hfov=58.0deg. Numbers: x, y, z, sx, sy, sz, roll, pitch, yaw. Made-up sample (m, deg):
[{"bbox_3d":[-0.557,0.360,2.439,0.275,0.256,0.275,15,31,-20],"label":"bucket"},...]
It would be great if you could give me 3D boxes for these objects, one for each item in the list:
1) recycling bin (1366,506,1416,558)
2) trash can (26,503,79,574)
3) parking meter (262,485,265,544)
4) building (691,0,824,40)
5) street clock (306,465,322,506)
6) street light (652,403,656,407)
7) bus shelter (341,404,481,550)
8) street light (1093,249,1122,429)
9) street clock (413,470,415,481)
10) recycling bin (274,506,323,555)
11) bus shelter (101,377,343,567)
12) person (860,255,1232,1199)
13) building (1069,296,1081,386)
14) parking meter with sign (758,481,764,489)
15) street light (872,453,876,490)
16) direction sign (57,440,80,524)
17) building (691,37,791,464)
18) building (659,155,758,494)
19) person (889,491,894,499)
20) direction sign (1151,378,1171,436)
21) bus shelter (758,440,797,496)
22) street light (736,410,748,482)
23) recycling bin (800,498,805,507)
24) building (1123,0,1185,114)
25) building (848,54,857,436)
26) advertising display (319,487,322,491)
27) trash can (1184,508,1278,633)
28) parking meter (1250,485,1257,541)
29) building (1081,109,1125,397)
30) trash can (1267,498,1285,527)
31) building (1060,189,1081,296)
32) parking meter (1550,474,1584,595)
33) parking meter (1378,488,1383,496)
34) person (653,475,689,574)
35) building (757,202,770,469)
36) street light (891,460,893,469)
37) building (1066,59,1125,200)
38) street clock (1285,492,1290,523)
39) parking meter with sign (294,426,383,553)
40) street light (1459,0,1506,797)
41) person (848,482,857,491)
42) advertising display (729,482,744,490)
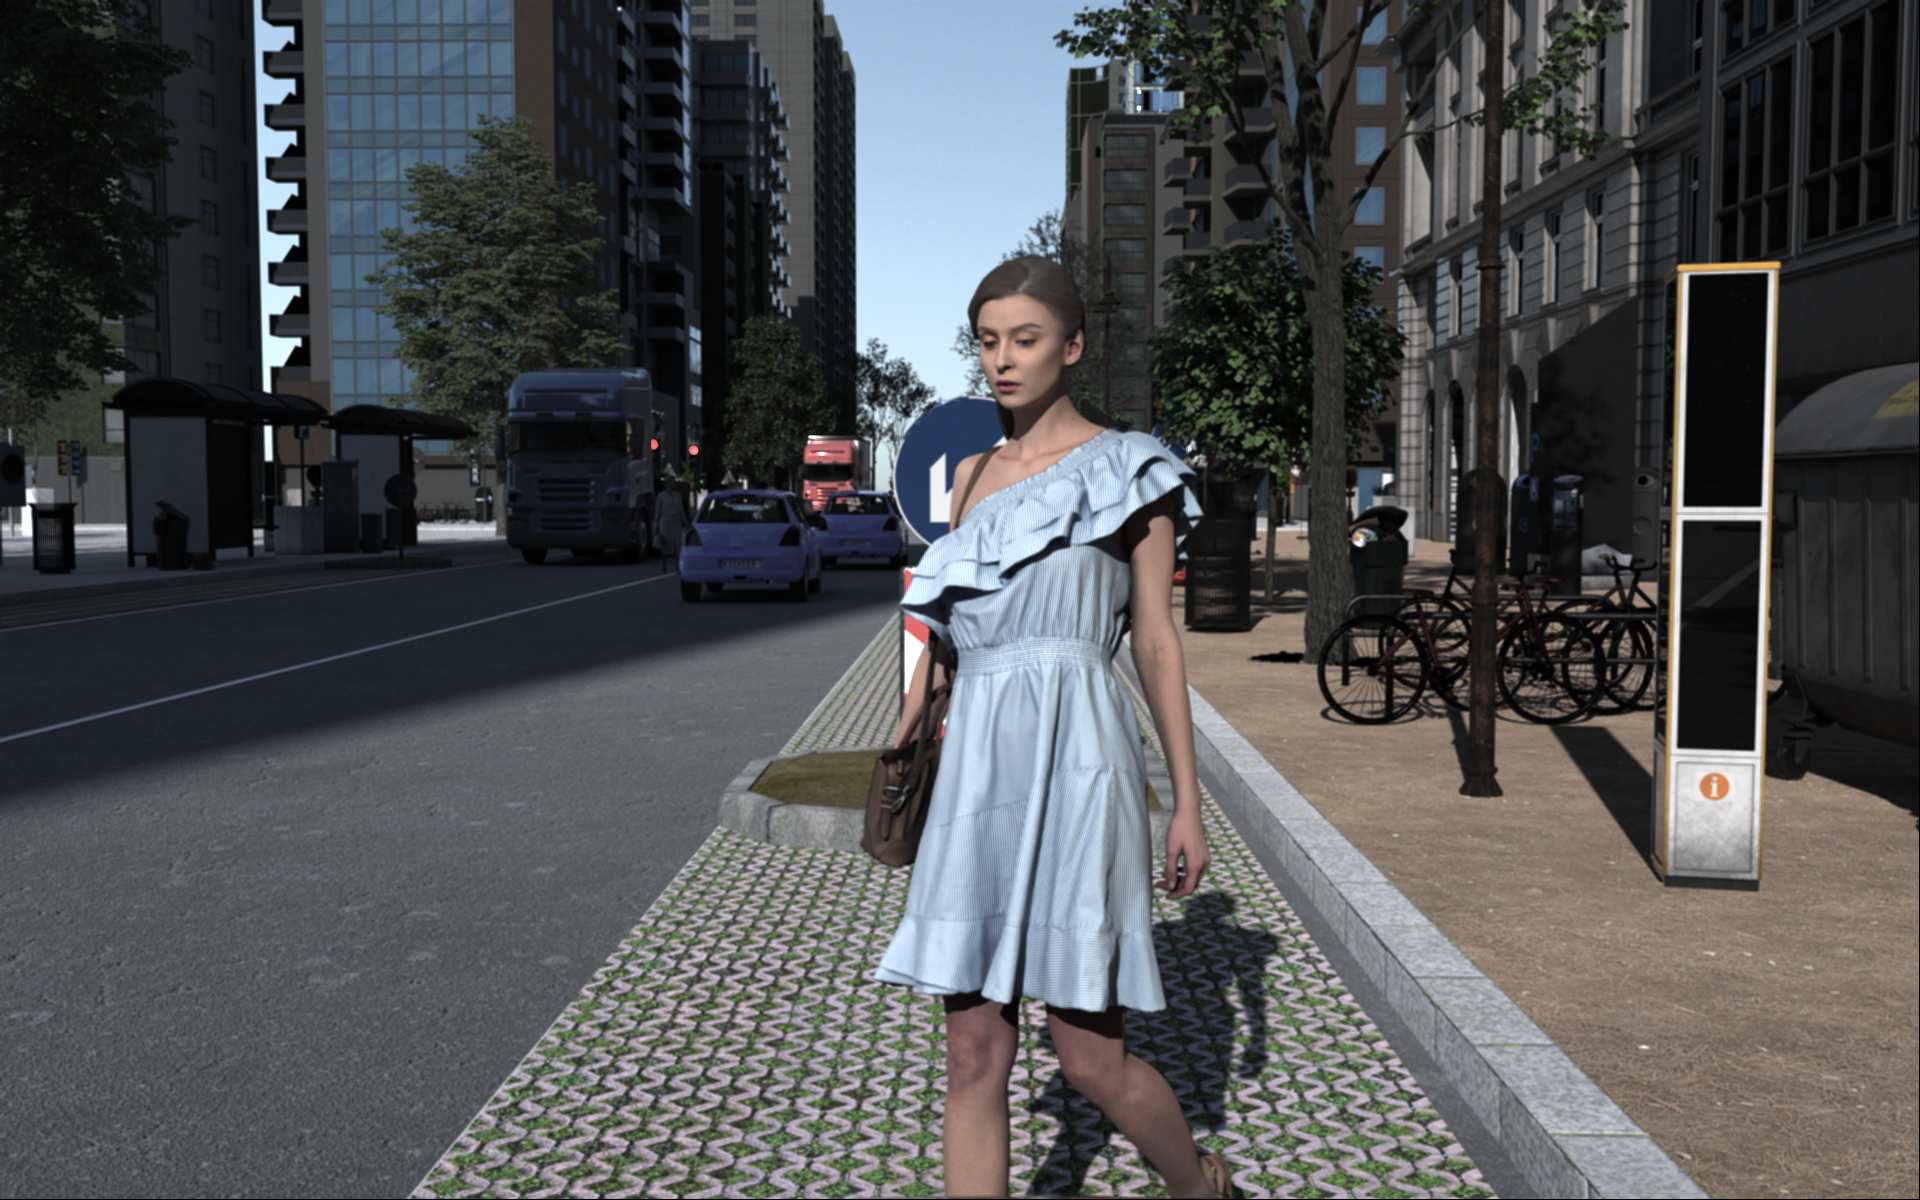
[{"bbox_3d":[8.736,-1.382,35.150,0.722,1.027,0.722,-2,4,-29],"label":"recycling bin"},{"bbox_3d":[-14.643,-0.999,27.983,0.748,1.137,0.748,0,3,0],"label":"trash can"},{"bbox_3d":[-17.667,-2.201,44.403,0.372,1.533,0.369,0,3,0],"label":"parking meter"},{"bbox_3d":[-27.453,-49.295,244.227,20.563,71.187,20.611,0,4,1],"label":"building"},{"bbox_3d":[-15.996,-2.357,43.109,0.471,2.002,0.358,-1,4,-14],"label":"street clock"},{"bbox_3d":[-12.364,-5.846,68.368,0.468,5.910,1.993,0,4,1],"label":"street light"},{"bbox_3d":[-13.377,-2.931,41.851,2.014,3.302,5.546,0,4,1],"label":"bus shelter"},{"bbox_3d":[2.789,-3.678,32.925,0.468,5.910,1.993,0,4,1],"label":"street light"},{"bbox_3d":[-14.422,-2.478,45.080,0.471,2.002,0.358,-1,4,-11],"label":"street clock"},{"bbox_3d":[-14.025,-1.479,36.735,0.722,1.027,0.722,1,4,15],"label":"recycling bin"},{"bbox_3d":[-13.783,-2.374,32.735,2.014,3.302,5.546,0,4,1],"label":"bus shelter"},{"bbox_3d":[0.130,0.349,2.889,0.778,1.811,0.616,-3,5,-44],"label":"person"},{"bbox_3d":[22.648,-29.364,251.803,14.160,30.474,14.107,0,4,1],"label":"building"},{"bbox_3d":[-15.330,-8.425,134.002,0.543,3.016,1.738,-1,4,-14],"label":"parking meter with sign"},{"bbox_3d":[-9.651,-13.648,195.938,0.468,5.910,1.993,0,4,1],"label":"street light"},{"bbox_3d":[-37.644,-4.968,73.223,0.379,3.537,0.876,3,5,43],"label":"direction sign"},{"bbox_3d":[-30.286,-34.685,186.707,23.786,49.044,30.456,0,4,1],"label":"building"},{"bbox_3d":[-25.942,-23.165,150.451,14.160,30.474,14.107,0,4,1],"label":"building"},{"bbox_3d":[-7.169,-10.491,180.709,0.721,1.739,1.217,-2,4,-25],"label":"person"},{"bbox_3d":[3.669,-2.384,30.972,0.379,3.537,0.876,3,5,40],"label":"direction sign"},{"bbox_3d":[-12.592,-8.728,120.333,2.179,5.291,8.768,0,4,1],"label":"bus shelter"},{"bbox_3d":[-11.818,-7.418,94.064,0.468,5.910,1.993,0,4,1],"label":"street light"},{"bbox_3d":[-11.229,-6.981,126.686,0.722,1.027,0.722,2,4,35],"label":"recycling bin"},{"bbox_3d":[25.591,-52.953,178.448,22.319,86.520,31.000,0,4,1],"label":"building"},{"bbox_3d":[-26.200,-50.552,264.777,20.563,71.187,20.611,0,4,1],"label":"building"},{"bbox_3d":[-21.477,-3.299,59.151,0.123,1.923,0.974,2,4,34],"label":"advertising display"},{"bbox_3d":[2.401,-0.274,16.138,0.748,1.137,0.748,0,3,0],"label":"trash can"},{"bbox_3d":[7.974,-2.401,47.671,0.372,1.533,0.369,0,3,0],"label":"parking meter"},{"bbox_3d":[21.393,-33.785,202.497,14.600,45.320,14.200,0,4,1],"label":"building"},{"bbox_3d":[12.275,-3.407,67.357,0.748,1.137,0.748,0,3,0],"label":"trash can"},{"bbox_3d":[26.609,-39.509,269.671,21.300,48.544,21.600,0,4,1],"label":"building"},{"bbox_3d":[7.742,-0.837,22.093,0.372,1.533,0.369,0,3,0],"label":"parking meter"},{"bbox_3d":[17.267,-3.812,70.738,0.372,1.533,0.369,0,3,0],"label":"parking meter"},{"bbox_3d":[-5.193,-1.370,31.254,0.694,1.780,0.624,-1,4,-13],"label":"person"},{"bbox_3d":[-25.914,-24.027,164.535,14.160,30.474,14.107,0,4,1],"label":"building"},{"bbox_3d":[-8.961,-15.652,228.690,0.468,5.910,1.993,0,4,1],"label":"street light"},{"bbox_3d":[26.066,-52.099,290.062,20.563,71.187,20.611,0,4,1],"label":"building"},{"bbox_3d":[14.523,-4.410,76.666,0.471,2.002,0.358,1,4,19],"label":"street clock"},{"bbox_3d":[-13.442,-2.526,37.556,1.738,3.016,0.543,0,4,3],"label":"parking meter with sign"},{"bbox_3d":[2.228,-2.107,7.229,0.468,5.910,1.993,0,4,1],"label":"street light"},{"bbox_3d":[-3.110,-2.457,49.015,0.374,1.781,0.599,-3,5,-40],"label":"person"},{"bbox_3d":[-11.749,-5.254,91.112,0.123,1.923,0.974,3,4,36],"label":"advertising display"}]
